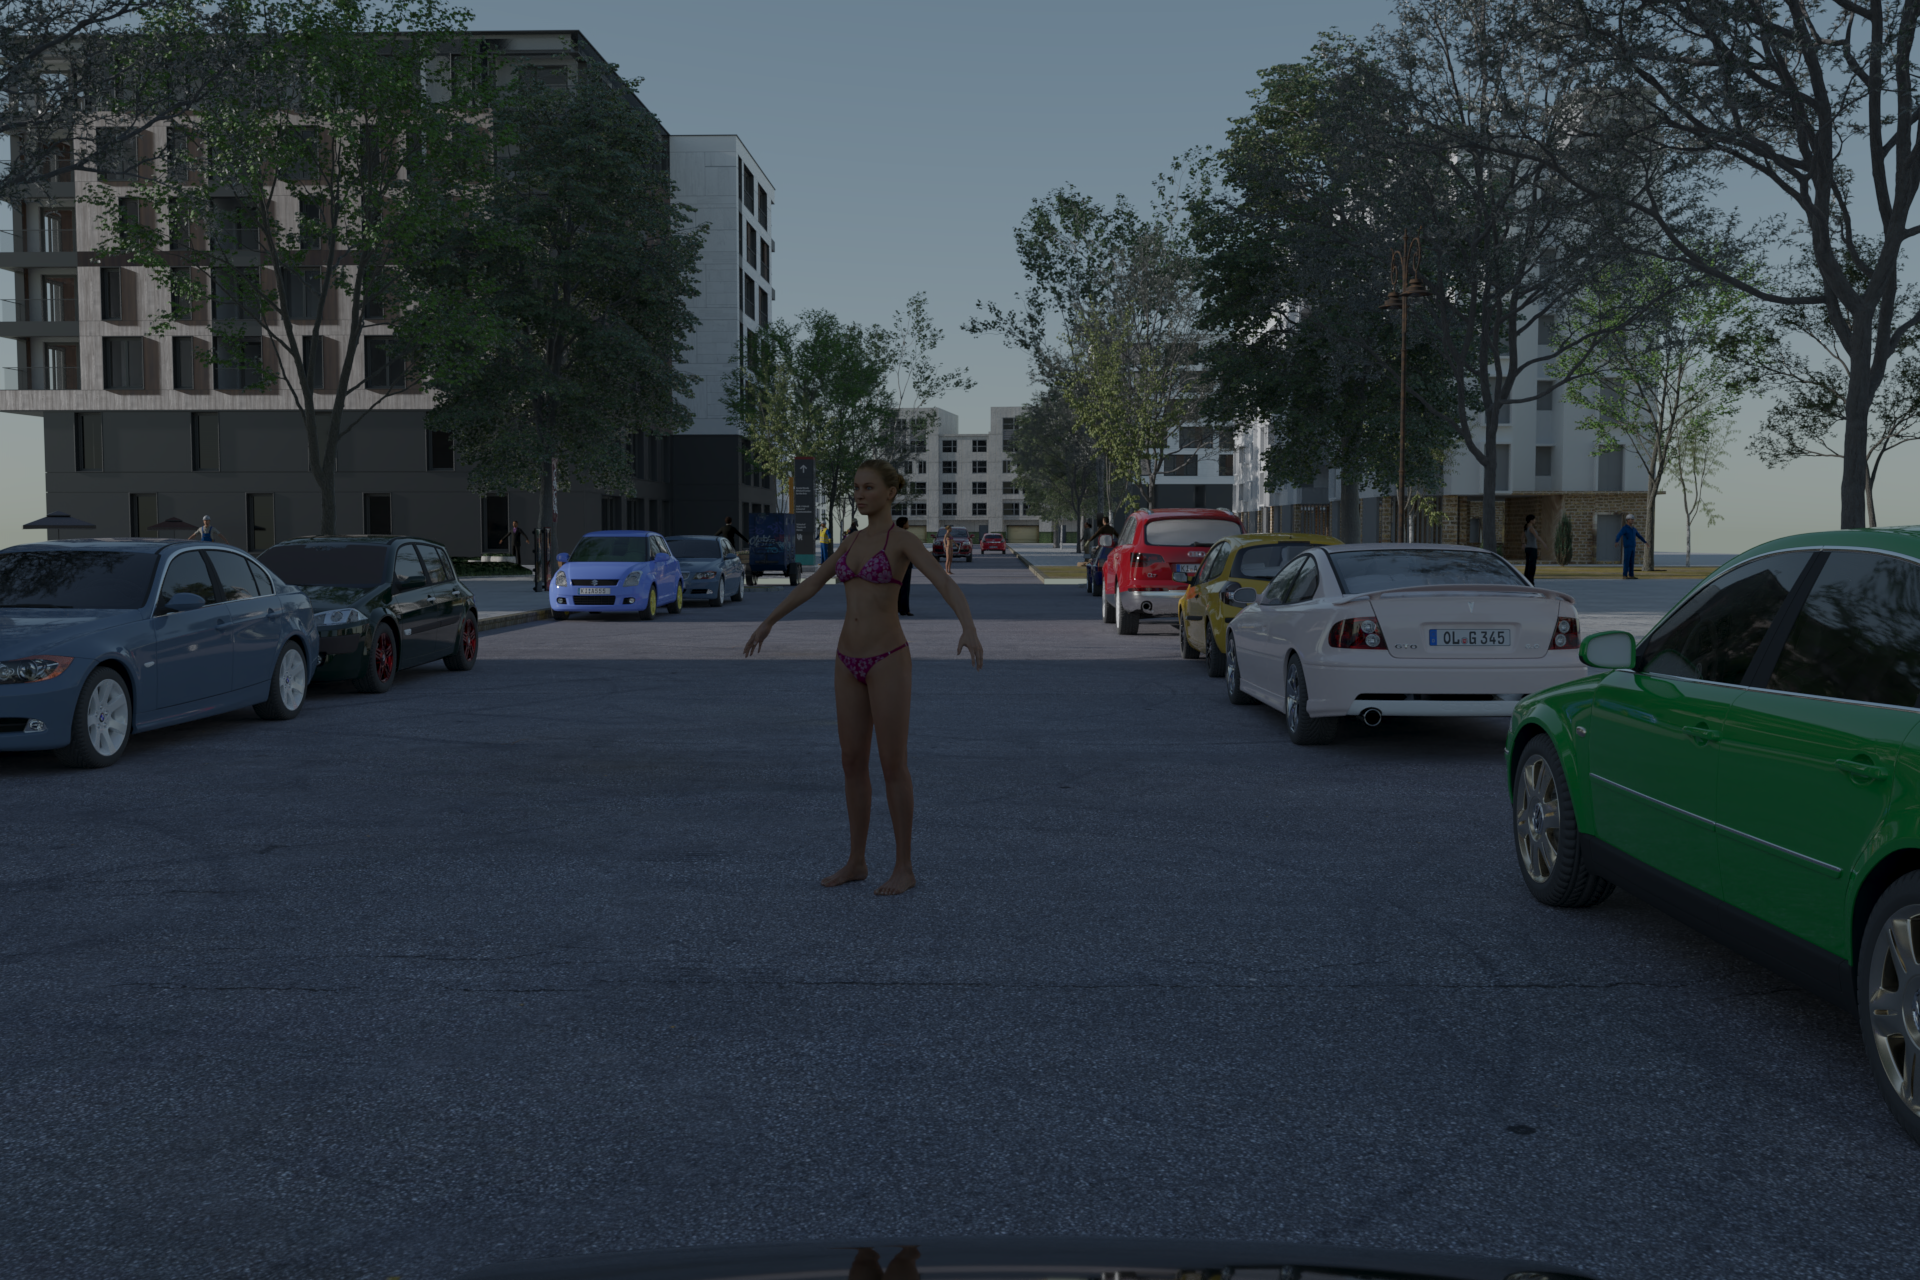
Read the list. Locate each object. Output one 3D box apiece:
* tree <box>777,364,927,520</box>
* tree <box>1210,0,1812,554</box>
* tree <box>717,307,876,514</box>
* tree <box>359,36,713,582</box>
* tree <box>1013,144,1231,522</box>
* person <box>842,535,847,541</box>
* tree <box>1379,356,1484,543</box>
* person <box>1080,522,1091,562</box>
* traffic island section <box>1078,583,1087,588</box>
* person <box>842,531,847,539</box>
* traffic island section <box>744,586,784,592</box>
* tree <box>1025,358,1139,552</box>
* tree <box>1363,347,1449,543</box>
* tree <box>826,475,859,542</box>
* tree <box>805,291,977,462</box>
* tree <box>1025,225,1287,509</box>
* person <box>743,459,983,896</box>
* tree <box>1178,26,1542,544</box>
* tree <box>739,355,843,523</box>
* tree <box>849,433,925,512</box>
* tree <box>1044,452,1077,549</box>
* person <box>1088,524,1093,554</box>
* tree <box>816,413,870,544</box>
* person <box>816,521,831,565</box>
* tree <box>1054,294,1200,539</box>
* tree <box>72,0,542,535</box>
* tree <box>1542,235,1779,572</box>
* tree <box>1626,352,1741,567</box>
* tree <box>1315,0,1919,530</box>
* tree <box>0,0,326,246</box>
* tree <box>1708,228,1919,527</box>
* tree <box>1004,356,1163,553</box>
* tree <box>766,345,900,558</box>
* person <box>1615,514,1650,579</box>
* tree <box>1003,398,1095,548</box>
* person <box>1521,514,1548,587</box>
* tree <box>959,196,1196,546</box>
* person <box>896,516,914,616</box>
[{"bbox_3d":[-7.381,-12.795,119.567,12.009,13.543,11.850,0,3,0],"label":"tree"},{"bbox_3d":[9.953,-7.473,32.551,12.009,13.543,11.850,0,3,0],"label":"tree"},{"bbox_3d":[-7.386,-9.360,78.796,9.928,11.665,9.643,0,3,0],"label":"tree"},{"bbox_3d":[-11.079,-8.530,46.124,9.857,13.997,8.962,0,3,0],"label":"tree"},{"bbox_3d":[9.579,-13.935,83.723,12.611,20.169,13.585,0,3,0],"label":"tree"},{"bbox_3d":[-5.449,-5.057,88.449,1.354,1.858,0.705,-2,4,-28],"label":"person"},{"bbox_3d":[17.486,-7.175,67.681,4.360,8.622,3.978,0,3,0],"label":"tree"},{"bbox_3d":[5.508,-4.247,75.709,0.705,1.796,1.348,-1,4,-11],"label":"person"},{"bbox_3d":[4.182,-1.449,46.552,1.991,0.108,1.994,0,4,0],"label":"traffic island section"},{"bbox_3d":[-5.517,-4.605,84.556,0.599,1.433,0.991,0,4,-7],"label":"person"},{"bbox_3d":[-5.523,-1.289,43.945,1.991,0.108,1.994,0,4,2],"label":"traffic island section"},{"bbox_3d":[9.028,-13.484,127.124,9.857,13.997,8.962,0,3,0],"label":"tree"},{"bbox_3d":[14.516,-6.508,56.762,4.737,8.622,4.395,0,3,0],"label":"tree"},{"bbox_3d":[-16.639,-20.463,244.937,12.009,13.543,11.850,0,3,0],"label":"tree"},{"bbox_3d":[-5.401,-17.089,135.297,12.611,20.169,13.585,0,3,0],"label":"tree"},{"bbox_3d":[7.699,-9.768,70.078,12.009,13.543,11.850,0,3,0],"label":"tree"},{"bbox_3d":[-0.391,0.141,6.960,1.217,1.733,0.721,3,4,37],"label":"person"},{"bbox_3d":[10.071,-8.409,44.150,9.857,13.997,8.962,0,3,0],"label":"tree"},{"bbox_3d":[-7.215,-7.382,71.064,4.737,8.622,4.395,0,3,0],"label":"tree"},{"bbox_3d":[-6.637,-13.465,154.564,7.601,10.594,8.767,-2,4,-35],"label":"tree"},{"bbox_3d":[8.275,-11.824,143.683,4.360,8.622,3.978,0,3,0],"label":"tree"},{"bbox_3d":[6.650,-5.073,89.135,0.705,1.806,1.347,1,4,17],"label":"person"},{"bbox_3d":[-7.159,-9.287,102.203,4.737,8.622,4.395,0,3,0],"label":"tree"},{"bbox_3d":[-5.602,-3.978,71.008,0.705,1.833,1.349,-2,4,-35],"label":"person"},{"bbox_3d":[4.928,-6.317,53.641,4.737,8.622,4.395,0,3,0],"label":"tree"},{"bbox_3d":[-11.308,-6.410,30.566,9.928,11.665,9.643,0,3,0],"label":"tree"},{"bbox_3d":[23.940,-8.175,59.421,9.928,11.665,9.643,0,3,0],"label":"tree"},{"bbox_3d":[28.269,-7.114,66.677,4.360,8.622,3.978,0,3,0],"label":"tree"},{"bbox_3d":[9.433,-6.578,17.919,12.009,13.543,11.850,0,3,0],"label":"tree"},{"bbox_3d":[-12.361,-6.607,18.396,12.009,13.543,11.850,0,3,0],"label":"tree"},{"bbox_3d":[26.808,-7.122,50.863,8.767,10.594,7.601,-1,4,-9],"label":"tree"},{"bbox_3d":[7.831,-12.504,114.811,12.009,13.543,11.850,0,3,0],"label":"tree"},{"bbox_3d":[-6.840,-10.242,93.214,9.928,11.665,9.643,0,3,0],"label":"tree"},{"bbox_3d":[18.985,-2.641,49.055,1.347,1.842,0.705,-2,4,-28],"label":"person"},{"bbox_3d":[8.793,-15.255,156.074,9.857,13.997,8.962,0,3,0],"label":"tree"},{"bbox_3d":[13.223,-2.024,39.903,0.721,1.737,1.217,0,4,-7],"label":"person"},{"bbox_3d":[6.825,-14.826,98.298,12.611,20.169,13.585,0,3,0],"label":"tree"},{"bbox_3d":[-0.919,-1.298,30.397,0.721,1.740,1.216,-2,4,-26],"label":"person"}]
